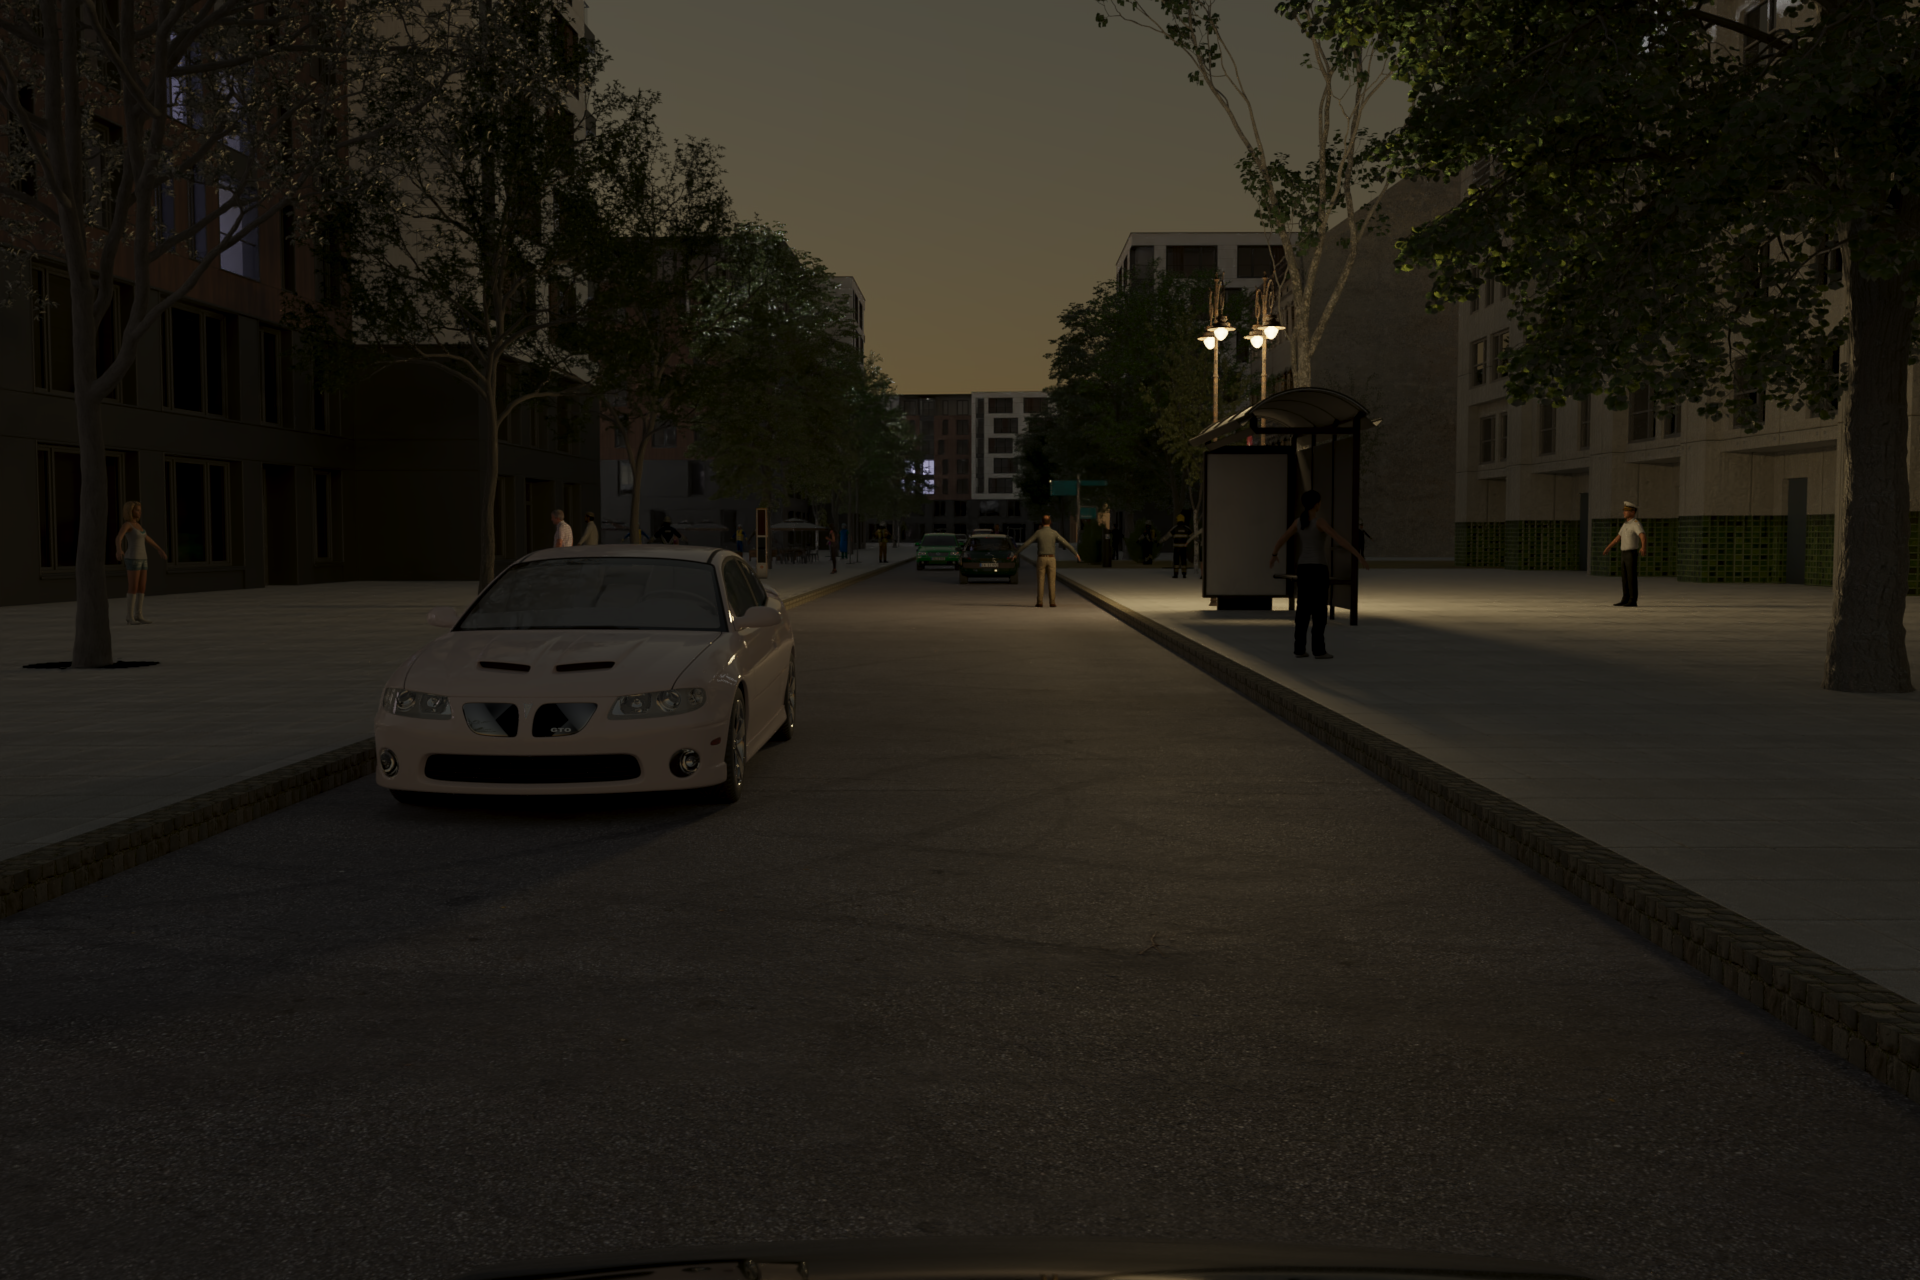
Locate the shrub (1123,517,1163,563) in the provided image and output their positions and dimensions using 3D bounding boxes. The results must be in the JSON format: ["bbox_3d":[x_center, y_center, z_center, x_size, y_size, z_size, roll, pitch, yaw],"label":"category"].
[{"bbox_3d":[8.110,-4.442,76.661,1.661,2.075,1.752,0,3,0],"label":"shrub"}]

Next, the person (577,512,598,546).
[{"bbox_3d":[-9.003,-2.198,42.031,0.704,1.819,1.344,0,4,7],"label":"person"}]

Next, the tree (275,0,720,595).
[{"bbox_3d":[-7.412,-5.721,27.948,7.601,10.594,8.767,-1,4,-14],"label":"tree"}]

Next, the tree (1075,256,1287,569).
[{"bbox_3d":[8.114,-8.454,63.977,9.928,11.665,9.643,0,3,0],"label":"tree"}]

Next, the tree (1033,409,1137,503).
[{"bbox_3d":[8.143,-10.783,110.719,7.601,10.594,8.767,1,4,14],"label":"tree"}]

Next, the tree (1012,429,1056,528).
[{"bbox_3d":[8.882,-14.871,168.900,9.928,11.665,9.643,0,3,0],"label":"tree"}]

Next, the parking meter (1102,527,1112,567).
[{"bbox_3d":[5.668,-3.564,66.684,0.372,1.533,0.369,0,3,0],"label":"parking meter"}]

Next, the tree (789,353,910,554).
[{"bbox_3d":[-6.998,-11.685,109.183,7.486,12.596,7.792,0,3,0],"label":"tree"}]

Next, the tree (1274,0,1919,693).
[{"bbox_3d":[7.385,-6.561,13.923,9.857,13.997,8.962,0,3,0],"label":"tree"}]

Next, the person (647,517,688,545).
[{"bbox_3d":[-9.441,-3.061,55.913,1.351,1.845,0.704,-1,4,-15],"label":"person"}]

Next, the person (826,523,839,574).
[{"bbox_3d":[-4.139,-2.960,55.916,0.415,1.643,0.593,-2,4,-29],"label":"person"}]

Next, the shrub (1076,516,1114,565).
[{"bbox_3d":[5.642,-4.146,72.204,1.690,2.028,1.600,0,3,0],"label":"shrub"}]

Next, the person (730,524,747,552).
[{"bbox_3d":[-12.571,-5.673,98.727,1.349,1.833,0.705,3,4,38],"label":"person"}]

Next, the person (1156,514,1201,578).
[{"bbox_3d":[6.381,-2.719,50.222,1.351,1.858,0.704,0,4,-4],"label":"person"}]

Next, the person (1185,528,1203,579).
[{"bbox_3d":[6.996,-2.590,49.181,1.217,1.735,0.721,0,4,3],"label":"person"}]

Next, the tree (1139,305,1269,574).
[{"bbox_3d":[7.635,-6.420,55.335,4.737,8.622,4.395,0,3,0],"label":"tree"}]

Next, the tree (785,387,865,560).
[{"bbox_3d":[-6.810,-8.246,85.188,4.737,8.622,4.395,0,3,0],"label":"tree"}]

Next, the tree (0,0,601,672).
[{"bbox_3d":[-8.204,-6.479,16.302,12.009,13.543,11.850,0,3,0],"label":"tree"}]

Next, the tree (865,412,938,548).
[{"bbox_3d":[-5.879,-14.774,159.677,7.486,12.596,7.792,0,3,0],"label":"tree"}]

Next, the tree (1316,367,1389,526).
[{"bbox_3d":[17.276,-7.661,75.622,4.360,8.622,3.978,0,3,0],"label":"tree"}]

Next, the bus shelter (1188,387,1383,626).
[{"bbox_3d":[4.837,-2.000,26.616,2.014,3.302,5.546,0,4,1],"label":"bus shelter"}]

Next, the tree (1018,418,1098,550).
[{"bbox_3d":[7.986,-12.446,137.899,7.601,10.594,8.767,1,4,8],"label":"tree"}]

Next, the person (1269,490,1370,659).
[{"bbox_3d":[3.690,-0.680,17.931,0.721,1.737,1.217,-3,5,-43],"label":"person"}]

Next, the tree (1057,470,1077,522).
[{"bbox_3d":[8.710,-10.627,124.118,4.737,8.622,4.395,0,3,0],"label":"tree"}]

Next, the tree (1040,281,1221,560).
[{"bbox_3d":[8.351,-10.965,85.930,9.857,13.997,8.962,0,3,0],"label":"tree"}]

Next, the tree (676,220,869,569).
[{"bbox_3d":[-6.918,-8.883,63.371,7.486,12.596,7.792,0,3,0],"label":"tree"}]

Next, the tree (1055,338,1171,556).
[{"bbox_3d":[8.967,-11.054,98.858,7.486,12.596,7.792,0,3,0],"label":"tree"}]

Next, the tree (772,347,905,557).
[{"bbox_3d":[-6.915,-10.445,96.525,9.928,11.665,9.643,0,3,0],"label":"tree"}]

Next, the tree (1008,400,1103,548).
[{"bbox_3d":[9.294,-15.456,159.364,9.857,13.997,8.962,0,3,0],"label":"tree"}]

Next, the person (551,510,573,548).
[{"bbox_3d":[-7.067,-1.443,30.569,0.436,1.711,0.756,1,4,12],"label":"person"}]

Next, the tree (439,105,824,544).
[{"bbox_3d":[-7.361,-6.361,38.416,8.767,10.594,7.601,0,4,-8],"label":"tree"}]

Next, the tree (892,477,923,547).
[{"bbox_3d":[-5.780,-13.413,169.670,4.737,8.622,4.395,0,3,0],"label":"tree"}]

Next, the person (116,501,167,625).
[{"bbox_3d":[-11.624,-1.099,24.578,0.721,1.753,1.214,0,4,4],"label":"person"}]

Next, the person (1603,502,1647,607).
[{"bbox_3d":[11.808,-1.518,30.614,0.704,1.855,1.343,0,4,-8],"label":"person"}]

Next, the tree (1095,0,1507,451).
[{"bbox_3d":[9.488,-11.260,39.994,12.611,20.169,13.585,0,3,0],"label":"tree"}]

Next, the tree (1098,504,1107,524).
[{"bbox_3d":[21.420,-18.908,259.513,4.360,8.622,3.978,0,3,0],"label":"tree"}]
